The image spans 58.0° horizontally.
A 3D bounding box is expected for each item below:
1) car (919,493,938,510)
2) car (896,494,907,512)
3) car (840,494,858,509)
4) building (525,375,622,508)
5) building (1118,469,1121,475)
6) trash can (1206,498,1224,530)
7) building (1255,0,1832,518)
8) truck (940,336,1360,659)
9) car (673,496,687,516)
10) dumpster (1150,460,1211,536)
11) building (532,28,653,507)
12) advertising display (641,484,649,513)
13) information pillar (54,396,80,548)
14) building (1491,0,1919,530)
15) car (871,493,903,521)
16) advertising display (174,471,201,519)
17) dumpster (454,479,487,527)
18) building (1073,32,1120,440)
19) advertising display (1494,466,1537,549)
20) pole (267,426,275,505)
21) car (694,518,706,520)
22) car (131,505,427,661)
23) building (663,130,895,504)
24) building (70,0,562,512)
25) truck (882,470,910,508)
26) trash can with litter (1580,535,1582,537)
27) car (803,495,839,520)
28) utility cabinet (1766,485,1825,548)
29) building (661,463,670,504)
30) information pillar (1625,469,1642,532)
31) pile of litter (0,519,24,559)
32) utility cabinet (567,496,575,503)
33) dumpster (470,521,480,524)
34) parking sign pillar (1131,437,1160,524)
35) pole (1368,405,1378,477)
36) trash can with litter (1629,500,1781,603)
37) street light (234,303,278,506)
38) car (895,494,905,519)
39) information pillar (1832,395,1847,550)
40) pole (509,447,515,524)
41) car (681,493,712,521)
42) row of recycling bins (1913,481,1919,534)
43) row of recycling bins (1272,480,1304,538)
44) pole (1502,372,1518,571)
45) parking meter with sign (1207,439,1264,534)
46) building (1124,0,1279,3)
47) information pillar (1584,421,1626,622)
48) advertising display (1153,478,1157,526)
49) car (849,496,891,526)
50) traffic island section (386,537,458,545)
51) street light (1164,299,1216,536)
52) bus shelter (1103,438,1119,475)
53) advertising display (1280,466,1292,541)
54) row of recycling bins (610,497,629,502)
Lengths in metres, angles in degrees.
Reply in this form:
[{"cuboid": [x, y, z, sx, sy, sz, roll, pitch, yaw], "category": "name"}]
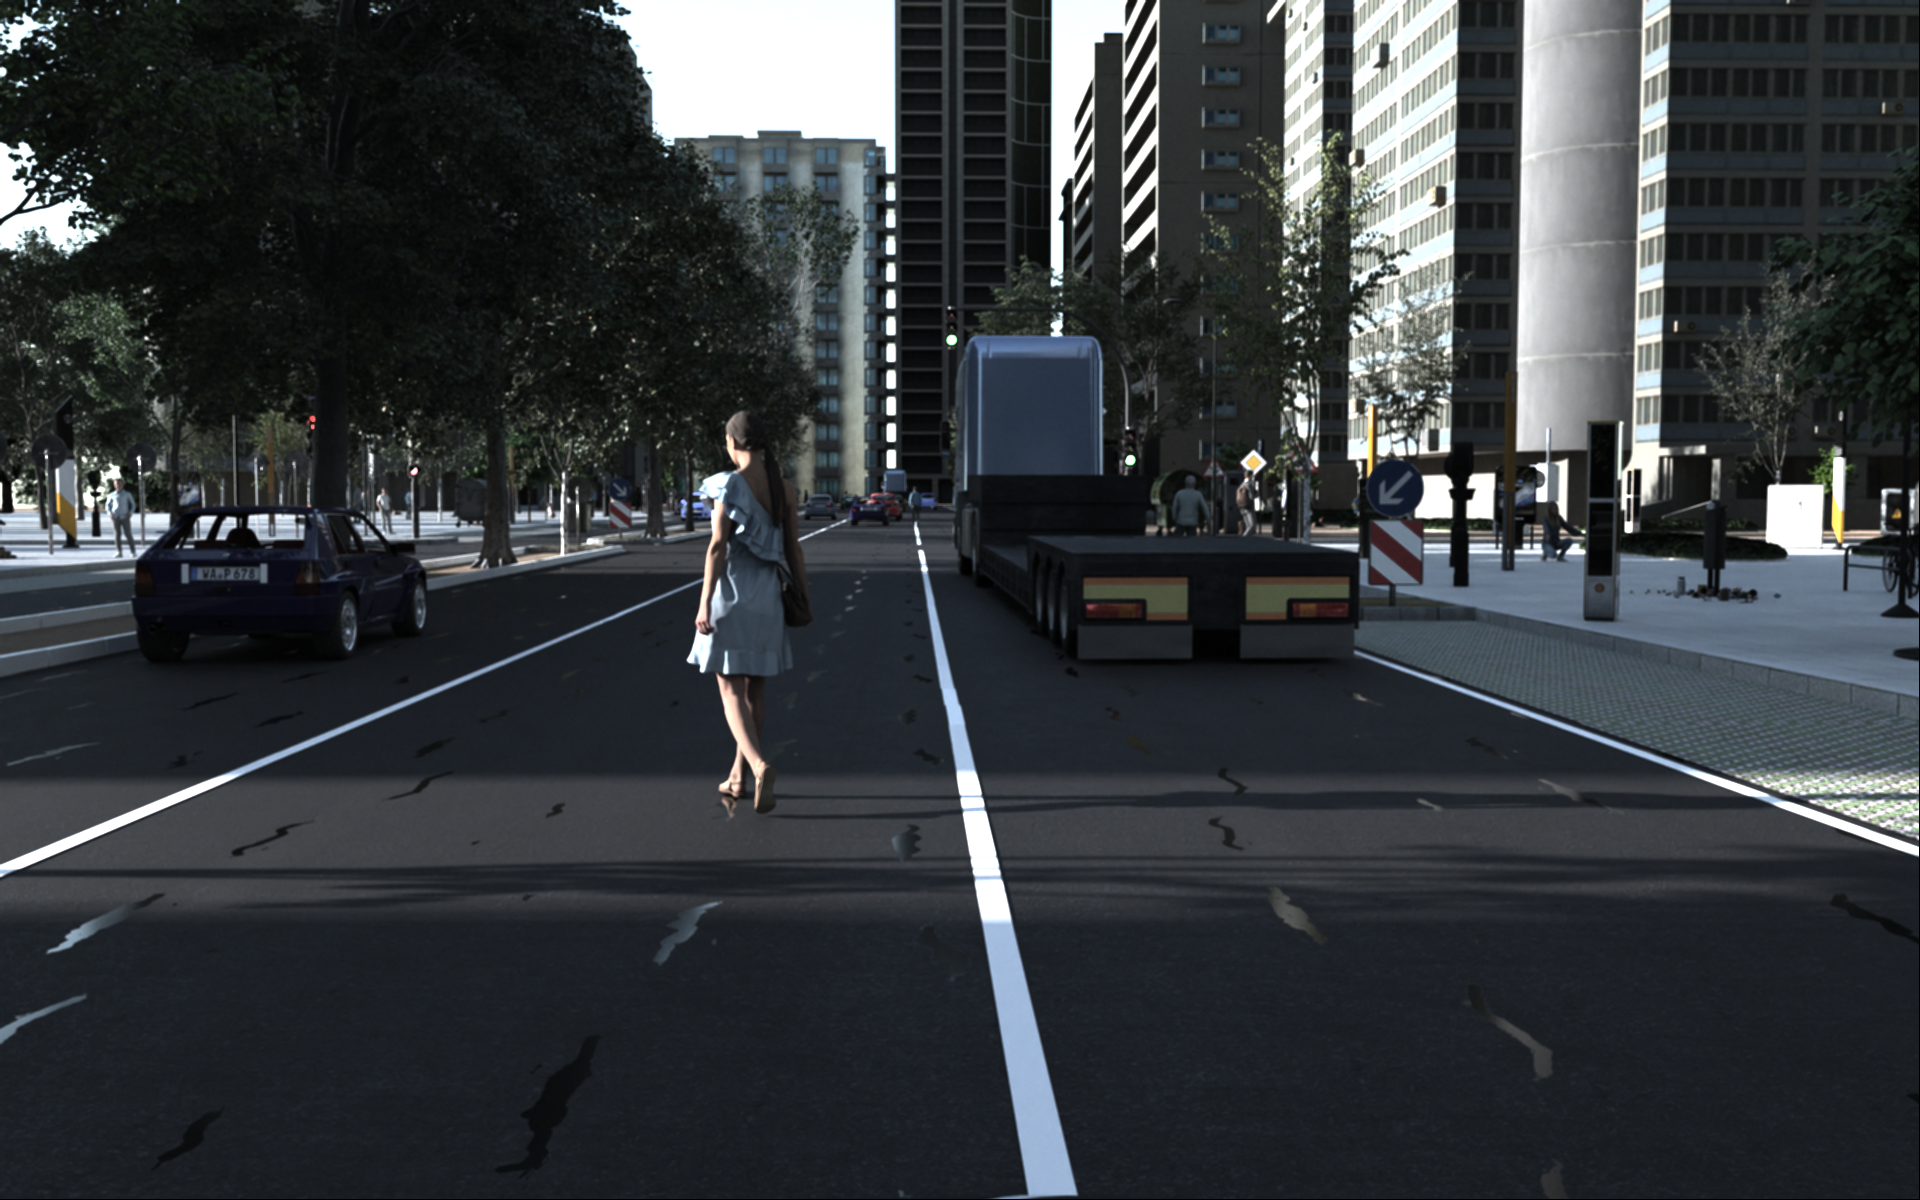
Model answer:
[{"cuboid": [-2.941, -9.002, 156.765, 1.945, 1.707, 3.694, 0, 4, -3], "category": "car"}, {"cuboid": [-5.422, -7.958, 141.911, 2.131, 1.459, 4.920, 0, 4, -3], "category": "car"}, {"cuboid": [-10.466, -9.417, 165.759, 2.131, 1.459, 4.920, 0, 4, -1], "category": "car"}, {"cuboid": [-38.877, -23.537, 156.533, 14.160, 30.474, 14.107, 0, 4, -2], "category": "building"}, {"cuboid": [24.219, -43.978, 157.295, 20.563, 71.187, 20.611, 0, 4, -2], "category": "building"}, {"cuboid": [9.027, -3.036, 61.291, 0.748, 1.137, 0.748, 0, 3, 0], "category": "trash can"}, {"cuboid": [34.768, -25.828, 114.170, 32.217, 40.220, 23.993, 0, 4, -2], "category": "building"}, {"cuboid": [1.599, -2.077, 23.723, 2.967, 4.110, 18.799, 0, 4, -3], "category": "truck"}, {"cuboid": [-17.337, -6.009, 110.819, 1.945, 1.354, 3.894, 0, 4, -3], "category": "car"}, {"cuboid": [6.428, -2.936, 50.494, 1.502, 2.255, 1.985, 0, 4, -2], "category": "dumpster"}, {"cuboid": [-43.521, -33.914, 178.193, 21.600, 48.544, 21.300, 0, 4, -2], "category": "building"}, {"cuboid": [-20.943, -6.789, 116.218, 0.974, 1.923, 0.123, -3, 4, -38], "category": "advertising display"}, {"cuboid": [-21.276, -3.049, 41.207, 0.183, 3.616, 0.504, 1, 4, 20], "category": "information pillar"}, {"cuboid": [31.293, -23.505, 76.181, 23.993, 40.220, 32.217, 0, 4, -2], "category": "building"}, {"cuboid": [-4.083, -5.079, 92.086, 2.155, 1.783, 4.494, 0, 4, -3], "category": "car"}, {"cuboid": [-22.147, -2.719, 49.665, 0.123, 1.923, 0.974, 1, 4, 14], "category": "advertising display"}, {"cuboid": [-18.821, -3.759, 67.226, 1.264, 1.857, 1.865, 0, 4, -2], "category": "dumpster"}, {"cuboid": [23.350, -34.017, 179.873, 21.300, 48.544, 21.600, 0, 4, -2], "category": "building"}, {"cuboid": [12.872, -2.136, 40.140, 0.974, 1.923, 0.123, 0, 4, -8], "category": "advertising display"}, {"cuboid": [-20.634, -3.549, 51.873, 0.158, 3.312, 0.155, 0, 3, 0], "category": "pole"}, {"cuboid": [-14.018, -5.528, 99.062, 2.281, 1.827, 5.304, 0, 4, 0], "category": "car"}, {"cuboid": [-6.221, -0.224, 16.245, 1.945, 1.354, 3.894, 0, 4, -4], "category": "car"}, {"cuboid": [-23.808, -37.369, 230.590, 30.456, 49.044, 23.786, 0, 4, -2], "category": "building"}, {"cuboid": [-48.172, -27.221, 136.941, 32.217, 40.220, 23.993, 0, 4, -2], "category": "building"}, {"cuboid": [-6.894, -12.144, 188.317, 2.967, 4.110, 18.799, 0, 4, -4], "category": "truck"}, {"cuboid": [19.529, -2.516, 52.200, 2.233, 1.210, 1.678, -3, 4, -37], "category": "trash can with litter"}, {"cuboid": [-7.835, -5.221, 97.358, 2.014, 1.417, 4.499, 0, 4, -3], "category": "car"}, {"cuboid": [19.643, -1.960, 40.730, 1.173, 1.500, 0.318, 2, 4, 33], "category": "utility cabinet"}, {"cuboid": [-45.954, -33.189, 226.241, 14.086, 41.232, 14.154, 0, 4, -2], "category": "building"}, {"cuboid": [19.628, -2.814, 50.495, 0.304, 2.012, 0.304, -1, 4, -18], "category": "information pillar"}, {"cuboid": [-19.470, -1.252, 34.429, 1.719, 0.858, 1.176, 2, 4, 31], "category": "pile of litter"}, {"cuboid": [-22.094, -5.314, 98.042, 0.306, 1.237, 1.020, -2, 4, -31], "category": "utility cabinet"}, {"cuboid": [-20.367, -4.393, 74.325, 1.502, 2.255, 1.985, 0, 4, -2], "category": "dumpster"}, {"cuboid": [7.946, -5.275, 74.717, 1.447, 3.967, 1.447, 0, 3, 0], "category": "parking sign pillar"}, {"cuboid": [9.492, -2.815, 39.875, 0.158, 3.312, 0.155, 0, 3, 0], "category": "pole"}, {"cuboid": [9.302, -0.637, 21.470, 1.678, 1.210, 2.233, 1, 4, 15], "category": "trash can with litter"}, {"cuboid": [-16.896, -4.229, 41.692, 1.470, 5.913, 1.316, 0, 4, -2], "category": "street light"}, {"cuboid": [-4.255, -5.405, 100.163, 2.131, 1.459, 4.920, 0, 4, -3], "category": "car"}, {"cuboid": [20.218, -2.962, 39.790, 0.183, 3.616, 0.504, 0, 4, 7], "category": "information pillar"}, {"cuboid": [-19.304, -4.941, 74.621, 0.158, 3.312, 0.155, 0, 3, 0], "category": "pole"}, {"cuboid": [-13.920, -5.099, 92.962, 1.945, 1.707, 3.694, 0, 3, 0], "category": "car"}, {"cuboid": [24.305, -2.092, 41.323, 3.534, 1.692, 1.069, -1, 4, -15], "category": "row of recycling bins"}, {"cuboid": [9.883, -2.738, 51.881, 1.069, 1.692, 3.534, 1, 4, 9], "category": "row of recycling bins"}, {"cuboid": [9.198, -2.149, 28.974, 0.158, 3.312, 0.155, 0, 3, 0], "category": "pole"}, {"cuboid": [8.751, -3.600, 55.125, 1.738, 3.016, 0.543, 0, 4, -3], "category": "parking meter with sign"}, {"cuboid": [24.706, -31.368, 136.569, 21.300, 48.544, 21.600, 0, 4, -2], "category": "building"}, {"cuboid": [6.514, -0.798, 17.539, 0.304, 2.012, 0.304, 2, 4, 28], "category": "information pillar"}, {"cuboid": [8.168, -3.956, 69.896, 0.974, 1.923, 0.123, -3, 5, -40], "category": "advertising display"}, {"cuboid": [-4.127, -4.089, 79.432, 1.945, 1.354, 3.894, 0, 4, -1], "category": "car"}, {"cuboid": [-15.729, -1.696, 50.017, 2.009, 0.180, 2.903, 0, 4, -2], "category": "traffic island section"}, {"cuboid": [5.546, -4.212, 41.404, 1.470, 5.913, 1.316, 0, 4, -2], "category": "street light"}, {"cuboid": [5.477, -4.961, 72.403, 1.731, 3.624, 6.357, 0, 4, -2], "category": "bus shelter"}, {"cuboid": [7.548, -2.134, 40.107, 0.123, 1.923, 0.974, 0, 4, 3], "category": "advertising display"}, {"cuboid": [-21.861, -6.381, 111.448, 1.069, 1.692, 3.534, -1, 4, -17], "category": "row of recycling bins"}]
